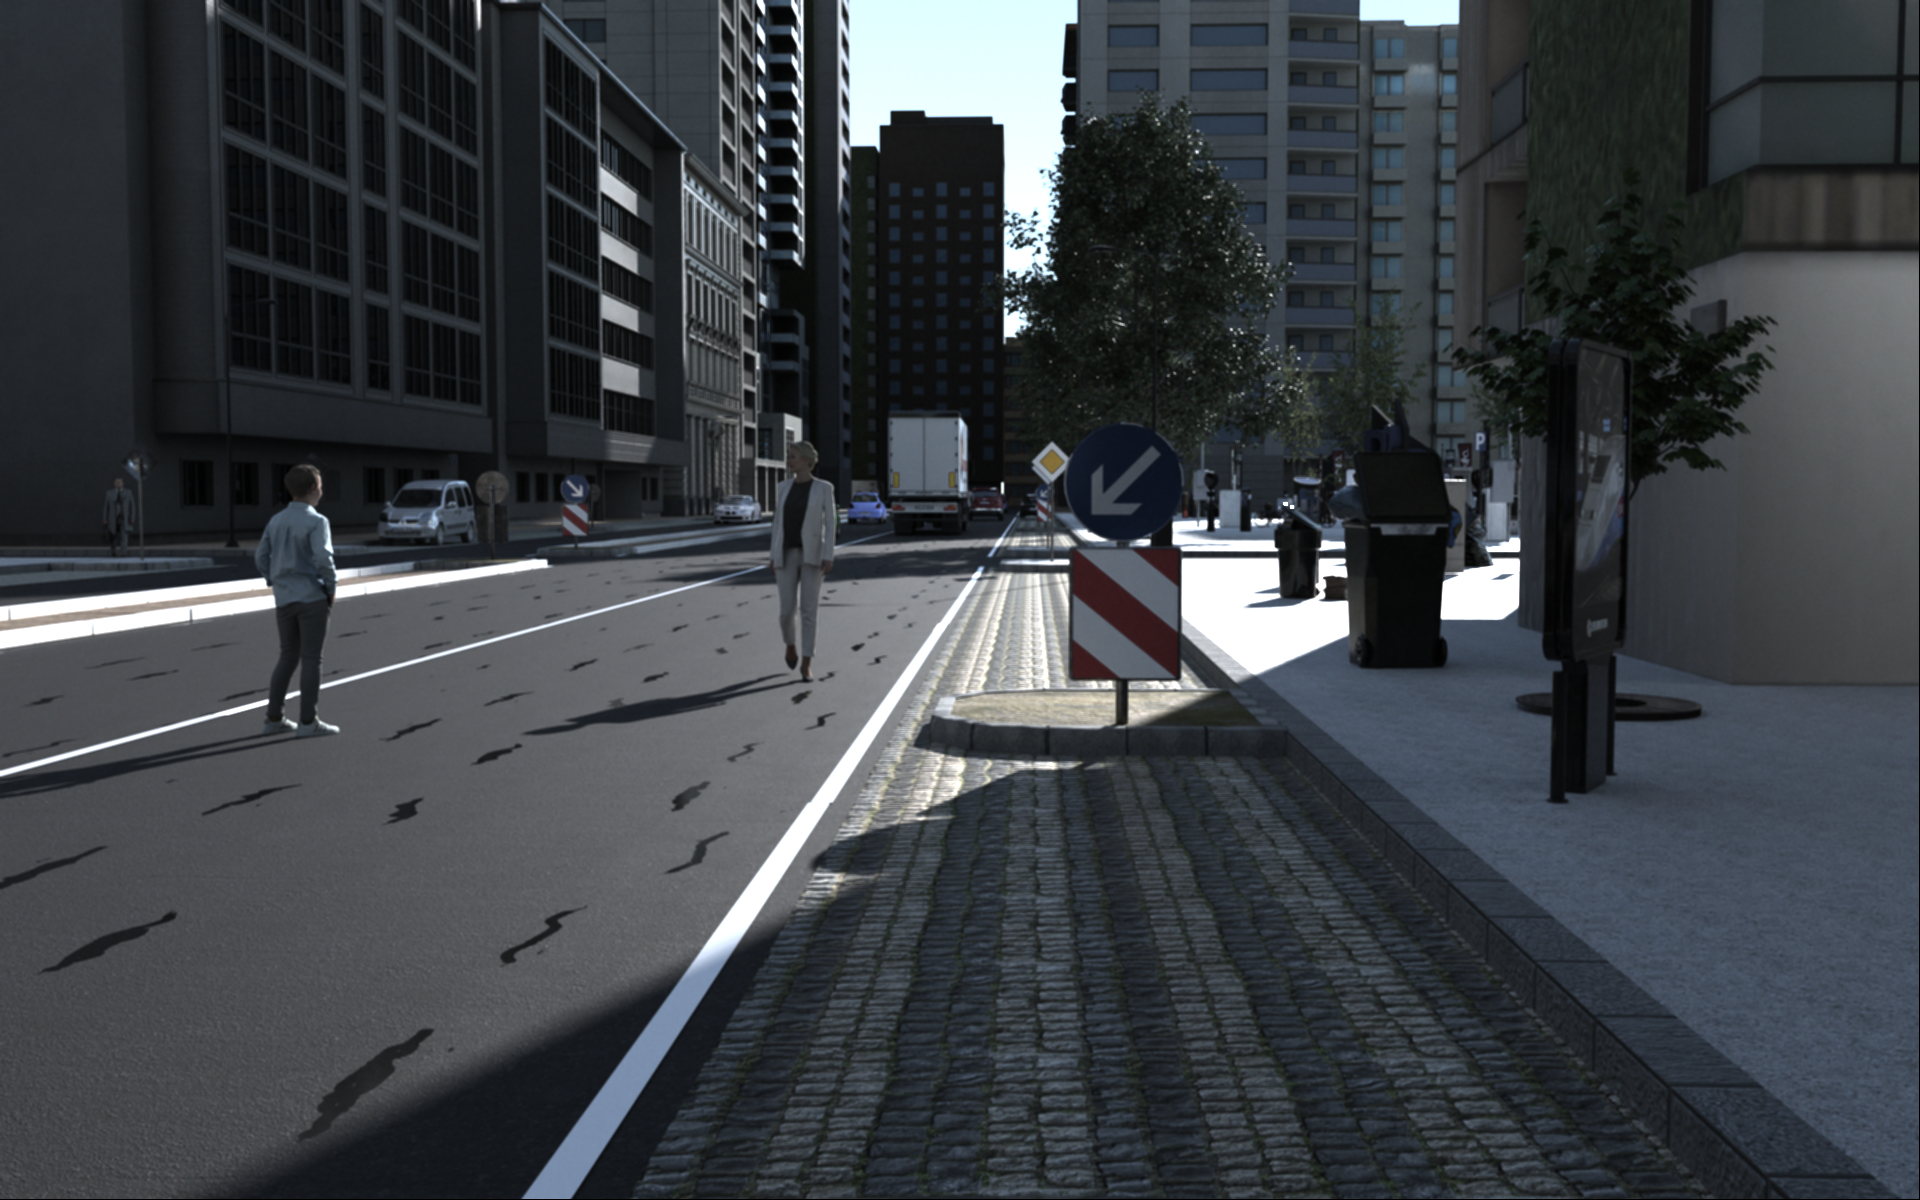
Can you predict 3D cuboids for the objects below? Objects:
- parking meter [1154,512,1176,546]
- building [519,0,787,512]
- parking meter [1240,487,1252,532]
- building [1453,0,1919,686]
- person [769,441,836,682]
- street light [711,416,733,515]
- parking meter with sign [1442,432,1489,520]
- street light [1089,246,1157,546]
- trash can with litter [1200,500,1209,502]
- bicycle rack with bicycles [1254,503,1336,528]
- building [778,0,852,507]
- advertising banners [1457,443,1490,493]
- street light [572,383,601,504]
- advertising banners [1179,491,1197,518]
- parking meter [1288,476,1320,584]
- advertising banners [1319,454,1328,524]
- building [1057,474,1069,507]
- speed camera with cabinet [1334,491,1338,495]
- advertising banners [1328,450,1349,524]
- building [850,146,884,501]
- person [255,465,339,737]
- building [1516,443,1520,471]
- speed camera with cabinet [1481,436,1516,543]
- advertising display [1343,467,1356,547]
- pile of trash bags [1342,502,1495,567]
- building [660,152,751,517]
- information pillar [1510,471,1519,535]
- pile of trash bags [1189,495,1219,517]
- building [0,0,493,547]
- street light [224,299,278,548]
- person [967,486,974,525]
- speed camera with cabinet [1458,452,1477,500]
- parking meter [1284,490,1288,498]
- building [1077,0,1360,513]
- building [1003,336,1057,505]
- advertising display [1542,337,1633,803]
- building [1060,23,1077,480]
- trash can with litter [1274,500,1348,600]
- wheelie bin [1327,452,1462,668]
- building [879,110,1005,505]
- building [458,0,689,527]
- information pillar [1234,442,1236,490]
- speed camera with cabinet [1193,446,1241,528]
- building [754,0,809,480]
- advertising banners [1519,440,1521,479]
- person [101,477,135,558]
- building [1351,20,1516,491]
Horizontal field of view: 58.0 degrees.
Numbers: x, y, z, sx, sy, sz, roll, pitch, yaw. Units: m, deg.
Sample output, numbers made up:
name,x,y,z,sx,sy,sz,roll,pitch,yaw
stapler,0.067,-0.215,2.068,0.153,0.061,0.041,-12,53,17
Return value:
name,x,y,z,sx,sy,sz,roll,pitch,yaw
parking meter,2.917,-1.171,24.853,0.255,1.863,0.399,0,4,4
building,-23.616,-42.055,125.855,20.563,71.187,20.611,0,4,2
parking meter,9.810,-3.120,59.422,0.372,1.533,0.369,0,3,0
building,12.481,-20.386,16.911,14.154,41.232,14.086,0,4,2
person,-1.231,-0.314,13.517,0.514,1.842,0.818,0,4,-5
street light,-14.279,-8.023,103.719,1.470,5.913,1.316,0,4,2
parking meter with sign,13.798,-3.177,48.206,1.738,3.016,0.543,-1,4,-19
street light,3.109,-3.670,32.539,1.470,5.913,1.316,0,4,2
trash can with litter,14.291,-5.557,102.242,0.624,1.170,1.055,2,4,24
bicycle rack with bicycles,13.138,-3.256,66.624,2.925,0.926,2.852,3,4,37
building,-25.893,-39.142,181.971,28.212,58.520,21.231,0,4,2
advertising banners,17.945,-3.846,59.071,2.074,3.025,0.090,3,4,38
street light,-15.709,-6.122,72.643,1.470,5.913,1.316,0,4,2
advertising banners,12.169,-5.938,93.271,2.074,3.025,0.090,-3,5,-42
parking meter,4.965,-1.003,24.814,0.372,1.533,0.369,0,3,0
advertising banners,15.670,-4.790,74.501,0.090,3.025,2.074,0,3,0
building,17.330,-25.208,183.859,14.160,30.474,14.107,0,4,2
speed camera with cabinet,21.390,-6.224,96.106,2.038,3.252,0.660,1,4,16
advertising banners,15.909,-4.474,69.332,2.074,3.025,0.090,1,4,17
building,-16.164,-31.982,206.499,14.086,41.232,14.154,0,4,2
person,-3.888,0.003,10.259,0.589,1.601,0.330,2,4,33
building,68.290,-45.258,178.213,20.611,71.187,20.563,0,4,2
speed camera with cabinet,14.442,-3.192,46.519,0.660,3.252,2.038,1,4,9
advertising display,9.797,-2.254,42.074,0.974,1.923,0.123,0,4,-2
pile of trash bags,8.162,-1.340,31.669,1.912,1.369,3.447,-1,4,-21
building,-19.921,-16.977,106.458,11.050,23.489,19.941,0,4,2
information pillar,17.384,-3.053,54.412,0.304,2.012,0.304,1,4,9
pile of trash bags,13.609,-5.343,97.103,1.912,1.369,3.447,-1,4,-10
building,-25.019,-15.896,53.414,14.314,27.812,24.014,0,4,2
street light,-16.939,-4.211,41.389,1.470,5.913,1.316,0,4,2
person,0.332,-4.330,79.142,0.661,1.843,0.795,-1,4,-17
speed camera with cabinet,24.196,-5.362,82.012,2.038,3.252,0.660,-1,4,-8
parking meter,20.399,-6.103,108.202,0.372,1.533,0.369,0,3,0
building,19.404,-36.088,132.035,21.231,58.520,28.212,0,4,2
building,20.024,-22.494,212.809,28.899,21.520,27.650,0,4,2
advertising display,2.729,-0.141,7.523,0.123,1.923,0.974,2,4,34
building,20.449,-30.975,161.071,22.147,44.769,28.867,0,4,2
trash can with litter,4.411,-0.609,21.338,1.055,1.170,0.624,2,4,29
wheelie bin,3.221,-0.309,12.961,0.980,1.594,0.693,0,4,-4
building,-1.824,-33.958,205.329,14.200,45.320,14.600,0,4,2
building,-22.653,-16.036,81.251,14.314,24.678,30.058,0,4,2
information pillar,11.779,-5.072,74.282,0.183,3.616,0.504,1,4,10
speed camera with cabinet,10.033,-4.423,66.644,2.038,3.252,0.660,2,4,27
building,-24.455,-51.286,151.201,22.319,86.520,31.000,0,4,2
advertising banners,10.690,-2.139,31.153,2.074,3.025,0.090,-2,4,-30
person,-18.610,-1.815,38.275,0.694,1.812,0.767,-2,4,-24
building,41.913,-34.175,178.371,30.456,49.044,23.786,0,4,2
